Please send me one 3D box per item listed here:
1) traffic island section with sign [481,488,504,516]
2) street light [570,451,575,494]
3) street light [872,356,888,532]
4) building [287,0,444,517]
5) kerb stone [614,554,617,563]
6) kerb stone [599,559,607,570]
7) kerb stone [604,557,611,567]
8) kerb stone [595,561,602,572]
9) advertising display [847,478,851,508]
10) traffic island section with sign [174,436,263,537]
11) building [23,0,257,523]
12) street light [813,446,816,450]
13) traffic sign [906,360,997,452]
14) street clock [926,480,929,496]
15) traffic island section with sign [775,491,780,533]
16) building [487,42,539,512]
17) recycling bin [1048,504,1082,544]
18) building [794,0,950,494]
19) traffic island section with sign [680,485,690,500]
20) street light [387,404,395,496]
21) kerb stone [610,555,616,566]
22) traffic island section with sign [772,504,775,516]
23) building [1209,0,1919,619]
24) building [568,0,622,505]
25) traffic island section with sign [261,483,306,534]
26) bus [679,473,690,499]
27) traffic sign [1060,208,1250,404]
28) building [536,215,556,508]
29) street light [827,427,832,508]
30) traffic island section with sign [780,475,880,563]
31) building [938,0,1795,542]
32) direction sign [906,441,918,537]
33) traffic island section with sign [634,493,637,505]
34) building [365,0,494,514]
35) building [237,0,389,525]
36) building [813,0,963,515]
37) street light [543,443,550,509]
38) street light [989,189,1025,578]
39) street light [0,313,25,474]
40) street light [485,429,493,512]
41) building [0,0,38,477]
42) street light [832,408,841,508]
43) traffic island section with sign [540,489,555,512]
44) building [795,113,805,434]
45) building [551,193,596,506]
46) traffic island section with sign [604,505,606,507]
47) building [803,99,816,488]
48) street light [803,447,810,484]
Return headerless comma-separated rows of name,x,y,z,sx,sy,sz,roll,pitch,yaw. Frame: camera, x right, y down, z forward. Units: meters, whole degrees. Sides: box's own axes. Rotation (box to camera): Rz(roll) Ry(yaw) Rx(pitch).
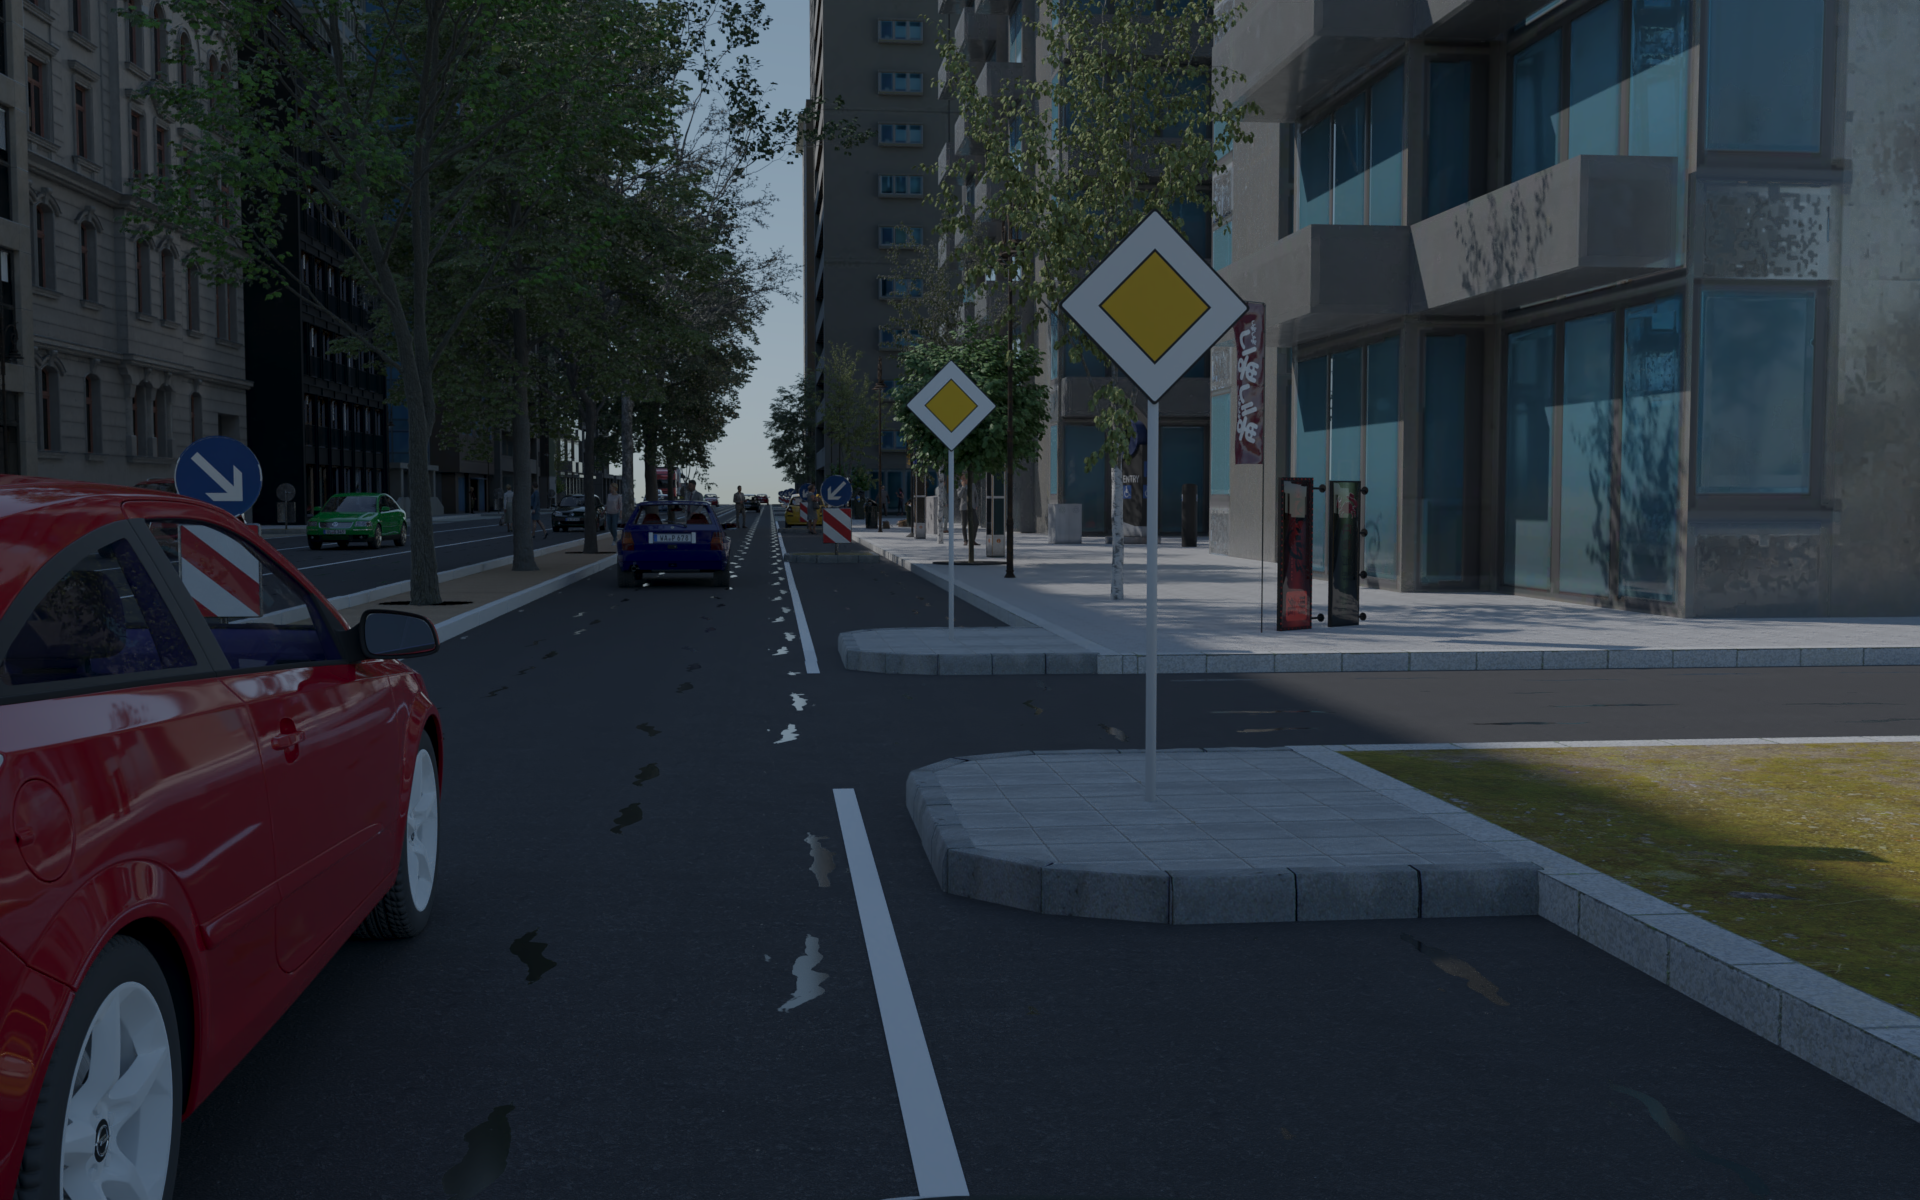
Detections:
traffic island section with sign,-29.853,-6.325,112.043,1.989,1.847,2.006,0,4,-6
street light,-38.440,-12.172,171.791,0.468,5.910,1.993,0,4,-6
street light,-2.678,-5.212,58.005,0.468,5.910,1.993,0,4,-6
building,-47.199,-24.797,97.308,32.217,40.220,23.993,0,4,-6
kerb stone,-7.160,-0.828,35.756,0.120,0.150,1.000,0,4,-6
kerb stone,-6.817,-0.636,32.693,0.120,0.150,1.000,0,4,-6
kerb stone,-6.942,-0.701,33.713,0.120,0.150,1.000,0,4,-6
kerb stone,-6.712,-0.577,31.671,0.120,0.150,1.000,0,4,-6
advertising display,-4.409,-3.889,68.801,0.123,1.923,0.974,0,4,-7
traffic island section with sign,-5.858,-0.370,14.187,2.006,1.907,1.989,0,4,-6
building,-33.410,-16.493,57.055,14.401,28.519,23.554,0,4,-6
street light,-11.058,-9.848,133.808,0.468,5.910,1.993,0,4,-6
traffic sign,-0.056,-0.788,15.081,0.795,2.593,0.064,0,4,-6
street clock,-1.865,-5.277,90.845,0.471,2.002,0.358,3,4,38
traffic island section with sign,-5.752,-3.394,64.119,1.989,1.847,2.006,0,4,-6
building,-45.289,-31.236,134.412,21.300,48.544,21.600,0,4,-6
recycling bin,2.723,-1.980,44.924,0.722,1.027,0.722,-1,4,-13
building,-9.924,-47.244,210.687,20.563,71.187,20.611,0,4,-6
traffic island section with sign,-14.078,-4.938,88.876,2.006,1.907,1.989,0,4,-6
street light,-29.385,-7.113,89.083,0.468,5.910,1.993,0,4,-6
kerb stone,-7.051,-0.767,34.740,0.120,0.150,1.000,0,4,-6
traffic island section with sign,-11.085,-6.367,112.730,1.989,1.847,2.006,0,4,-6
building,19.076,-24.927,27.171,30.456,49.044,23.786,0,4,-6
building,-55.461,-48.419,229.902,20.563,71.187,20.611,0,4,-6
traffic island section with sign,-24.398,-3.292,62.447,1.989,1.847,2.006,0,4,-6
bus,-32.360,-12.635,198.123,2.896,3.916,12.252,0,4,-7
traffic sign,0.817,-0.303,7.143,0.795,2.593,0.064,0,4,-6
building,-43.889,-23.324,153.045,14.160,30.474,14.107,0,4,-6
street light,-7.594,-7.930,102.447,0.468,5.910,1.993,0,4,-6
traffic island section with sign,-2.766,-1.731,36.933,1.989,1.847,2.006,0,4,-6
building,11.004,-27.194,64.234,23.786,49.044,30.456,0,4,-6
direction sign,-1.426,-3.645,51.589,0.379,3.537,0.876,-1,4,-23
traffic island section with sign,-41.848,-13.000,221.172,1.989,1.847,2.006,0,4,-6
building,-39.994,-28.563,117.117,14.600,45.320,14.200,0,4,-6
building,-33.776,-15.149,77.358,12.332,23.373,15.834,0,4,-6
building,1.393,-29.955,113.460,21.300,48.544,21.600,0,4,-6
street light,-36.277,-10.974,152.219,0.468,5.910,1.993,0,4,-6
street light,0.766,-3.278,26.385,0.468,5.910,1.993,0,4,-6
street light,-24.452,-4.377,44.347,0.468,5.910,1.993,0,4,-6
street light,-32.899,-9.054,120.815,0.468,5.910,1.993,0,4,-6
building,-32.460,-13.664,27.926,19.350,26.468,34.151,0,4,-6
street light,-6.213,-7.140,89.526,0.468,5.910,1.993,0,4,-6
traffic island section with sign,-32.828,-7.983,139.147,1.989,1.847,2.006,0,4,-6
building,-7.641,-39.536,235.652,28.713,52.752,27.495,0,4,-6
building,-52.027,-34.555,184.588,23.786,49.044,30.456,0,4,-6
traffic island section with sign,-38.902,-11.361,194.378,1.989,1.847,2.006,0,4,-6
building,-10.333,-33.242,193.619,14.600,45.320,14.200,0,4,-6
street light,-14.502,-11.768,165.188,0.468,5.910,1.993,0,4,-6
